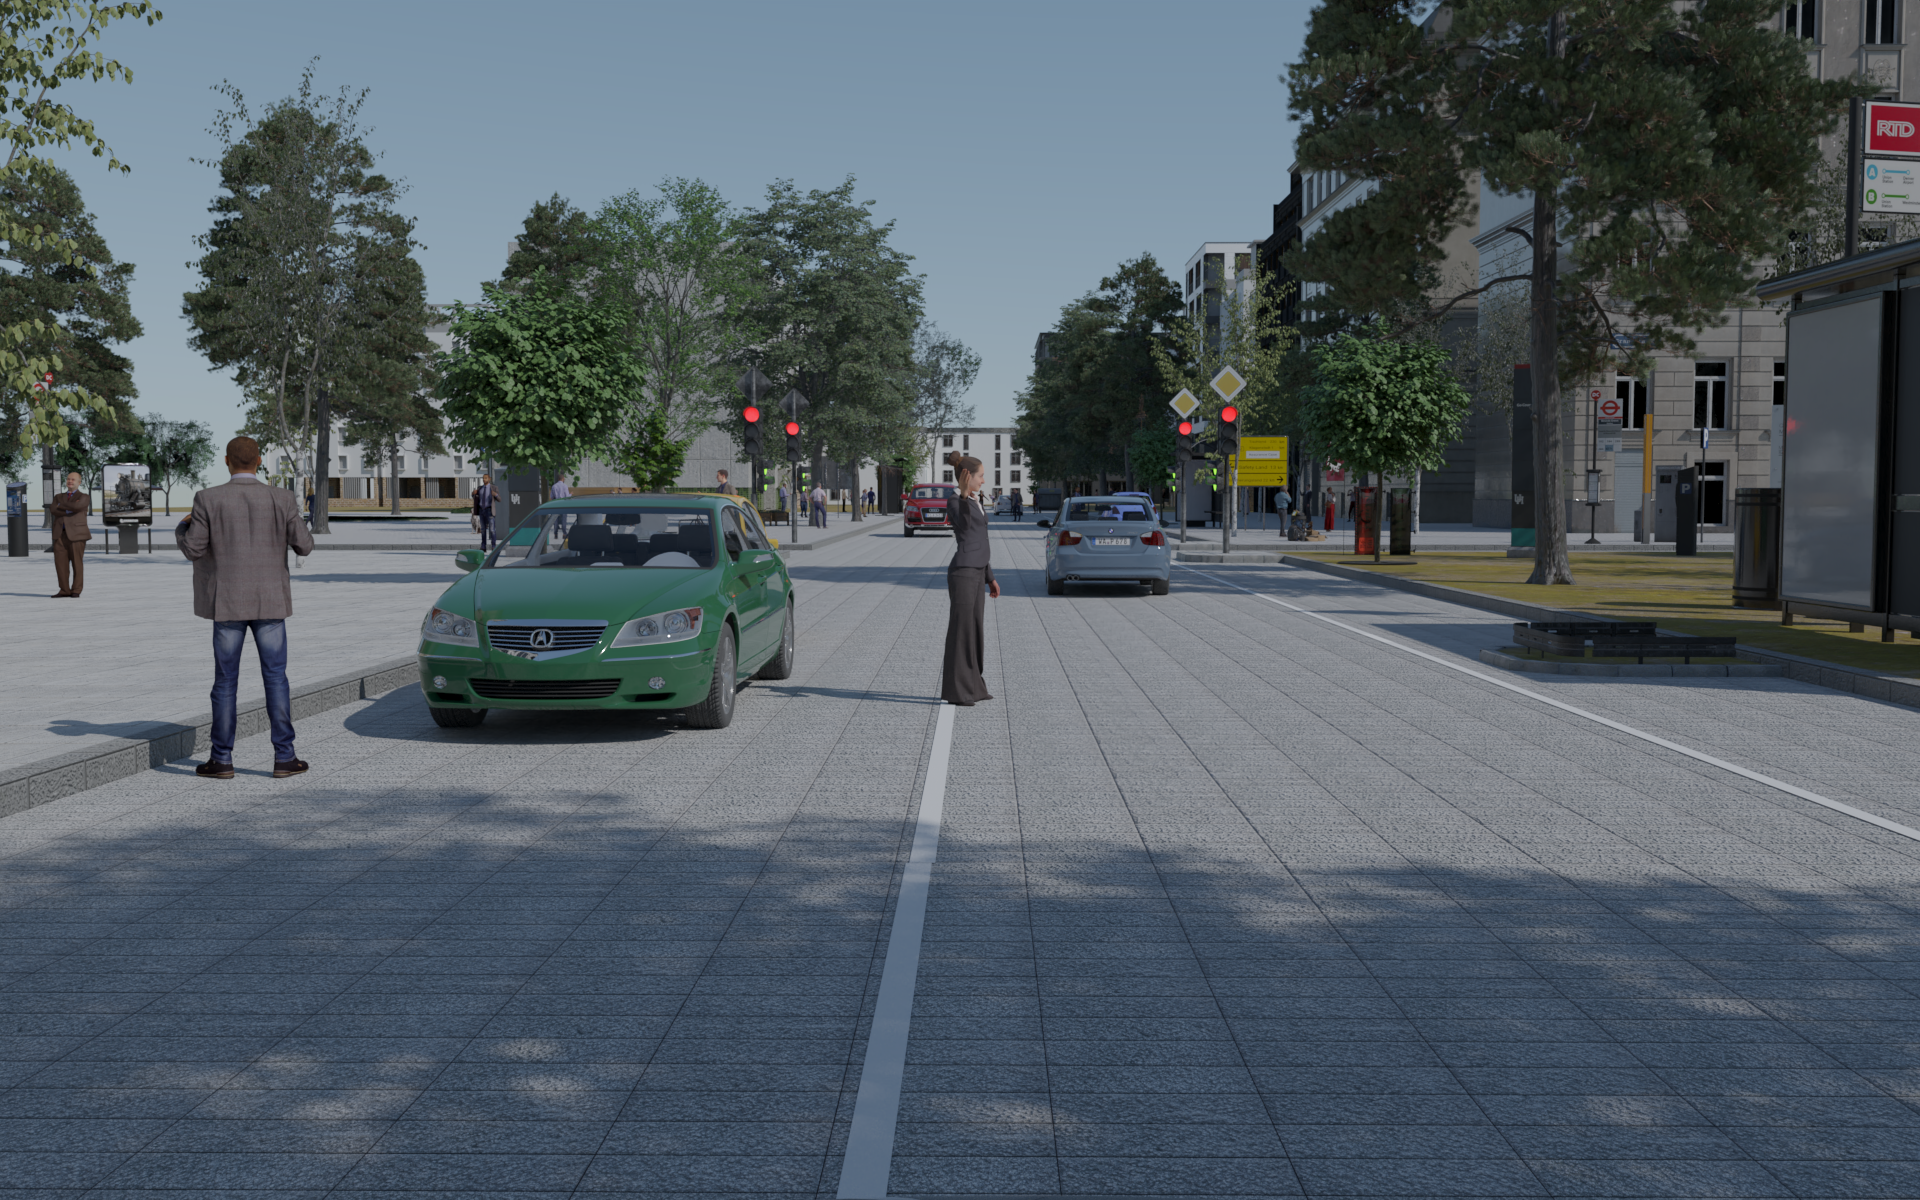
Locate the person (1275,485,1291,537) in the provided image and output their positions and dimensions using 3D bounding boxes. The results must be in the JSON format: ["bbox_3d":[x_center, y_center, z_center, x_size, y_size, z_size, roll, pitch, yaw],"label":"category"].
[{"bbox_3d":[9.524,-2.621,51.106,0.429,1.552,0.499,0,4,-5],"label":"person"}]

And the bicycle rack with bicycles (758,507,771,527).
[{"bbox_3d":[-6.167,-2.010,46.244,2.852,0.926,2.925,1,4,13],"label":"bicycle rack with bicycles"}]

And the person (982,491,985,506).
[{"bbox_3d":[2.240,-10.084,174.045,0.551,1.740,0.621,1,4,17],"label":"person"}]

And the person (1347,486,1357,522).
[{"bbox_3d":[18.155,-4.435,80.020,0.566,1.644,0.517,-1,4,-15],"label":"person"}]

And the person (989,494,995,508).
[{"bbox_3d":[3.342,-10.319,180.454,0.697,1.427,0.421,0,4,-6],"label":"person"}]

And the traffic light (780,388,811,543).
[{"bbox_3d":[-4.330,-3.434,45.393,0.839,4.213,0.868,0,4,1],"label":"traffic light"}]

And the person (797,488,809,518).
[{"bbox_3d":[-9.476,-5.866,103.911,0.435,1.587,0.963,-2,4,-29],"label":"person"}]

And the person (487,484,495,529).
[{"bbox_3d":[-17.168,-3.429,63.577,0.415,1.643,0.593,2,4,32],"label":"person"}]

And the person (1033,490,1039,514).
[{"bbox_3d":[5.455,-7.035,124.436,0.541,1.710,0.530,-1,4,-18],"label":"person"}]

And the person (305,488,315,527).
[{"bbox_3d":[-23.015,-3.229,61.380,0.480,1.512,0.613,1,4,10],"label":"person"}]

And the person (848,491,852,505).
[{"bbox_3d":[-12.623,-11.728,200.973,0.721,1.743,1.217,-3,4,-36],"label":"person"}]

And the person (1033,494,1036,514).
[{"bbox_3d":[5.265,-6.803,122.984,0.557,1.426,1.065,0,4,-3],"label":"person"}]

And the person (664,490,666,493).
[{"bbox_3d":[-17.695,-5.855,102.304,0.750,1.759,0.617,-1,4,-13],"label":"person"}]

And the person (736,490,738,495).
[{"bbox_3d":[-11.619,-4.961,89.842,0.600,1.496,0.574,1,4,16],"label":"person"}]

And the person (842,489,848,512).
[{"bbox_3d":[-8.213,-7.159,123.094,0.705,1.823,1.348,1,4,10],"label":"person"}]

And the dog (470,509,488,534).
[{"bbox_3d":[-15.394,-2.521,55.604,0.800,0.831,0.513,-2,4,-35],"label":"dog"}]

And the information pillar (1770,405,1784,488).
[{"bbox_3d":[22.213,-3.318,45.571,1.656,3.620,0.184,2,4,25],"label":"information pillar"}]

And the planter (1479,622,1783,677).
[{"bbox_3d":[5.468,0.404,14.542,1.991,0.319,1.994,0,4,1],"label":"planter"}]

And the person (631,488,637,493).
[{"bbox_3d":[-12.890,-3.647,68.039,0.453,1.535,0.546,1,4,19],"label":"person"}]

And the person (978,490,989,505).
[{"bbox_3d":[1.568,-7.020,124.096,1.217,1.723,0.721,-2,4,-34],"label":"person"}]

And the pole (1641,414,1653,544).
[{"bbox_3d":[17.589,-3.090,44.357,0.158,3.312,0.155,0,3,0],"label":"pole"}]

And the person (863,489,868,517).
[{"bbox_3d":[-5.256,-5.394,96.298,0.319,1.574,0.516,0,4,-2],"label":"person"}]

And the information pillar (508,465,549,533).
[{"bbox_3d":[-8.791,-2.807,35.268,0.750,3.857,0.750,0,4,5],"label":"information pillar"}]

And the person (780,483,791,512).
[{"bbox_3d":[-8.960,-5.099,89.277,0.599,1.838,0.709,-2,4,-30],"label":"person"}]

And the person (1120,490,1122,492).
[{"bbox_3d":[10.101,-6.171,109.211,0.482,1.546,0.388,3,5,39],"label":"person"}]

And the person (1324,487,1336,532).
[{"bbox_3d":[12.546,-3.073,58.748,0.387,1.526,0.523,0,4,5],"label":"person"}]

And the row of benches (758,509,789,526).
[{"bbox_3d":[-7.988,-3.270,68.926,1.422,0.672,4.104,2,4,24],"label":"row of benches"}]

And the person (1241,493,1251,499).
[{"bbox_3d":[20.333,-7.177,123.530,0.705,1.807,1.348,-1,4,-22],"label":"person"}]

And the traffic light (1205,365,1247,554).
[{"bbox_3d":[5.727,-2.939,37.293,0.839,4.213,0.868,0,4,1],"label":"traffic light"}]

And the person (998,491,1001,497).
[{"bbox_3d":[4.060,-9.925,171.302,0.750,1.759,0.617,2,4,26],"label":"person"}]

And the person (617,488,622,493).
[{"bbox_3d":[-15.910,-4.459,80.913,0.435,1.587,0.963,-3,4,-39],"label":"person"}]

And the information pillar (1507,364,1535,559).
[{"bbox_3d":[11.455,-2.774,34.729,0.750,3.857,0.750,2,4,28],"label":"information pillar"}]

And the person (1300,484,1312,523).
[{"bbox_3d":[15.298,-4.285,76.911,0.742,1.727,0.445,2,4,34],"label":"person"}]

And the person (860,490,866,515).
[{"bbox_3d":[-6.059,-6.057,107.440,0.453,1.535,0.546,2,4,34],"label":"person"}]

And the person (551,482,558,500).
[{"bbox_3d":[-14.469,-3.402,62.611,0.436,1.711,0.756,-3,4,-36],"label":"person"}]

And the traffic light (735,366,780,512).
[{"bbox_3d":[-4.433,-2.946,37.409,0.839,4.213,0.868,0,4,1],"label":"traffic light"}]

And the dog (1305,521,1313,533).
[{"bbox_3d":[11.384,-2.407,57.098,0.748,0.427,0.550,1,4,13],"label":"dog"}]

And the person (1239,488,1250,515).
[{"bbox_3d":[17.574,-6.113,106.652,0.621,1.740,0.551,-1,4,-10],"label":"person"}]

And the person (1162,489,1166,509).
[{"bbox_3d":[17.716,-8.860,151.427,0.721,1.766,1.217,1,4,17],"label":"person"}]

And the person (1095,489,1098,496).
[{"bbox_3d":[12.807,-9.444,161.169,0.721,1.736,1.217,0,4,-8],"label":"person"}]

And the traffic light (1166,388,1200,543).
[{"bbox_3d":[5.831,-3.427,45.278,0.839,4.213,0.868,0,4,1],"label":"traffic light"}]

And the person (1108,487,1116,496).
[{"bbox_3d":[9.148,-5.951,104.253,0.541,1.710,0.530,-1,4,-10],"label":"person"}]

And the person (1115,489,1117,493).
[{"bbox_3d":[15.025,-9.823,166.654,0.705,1.824,1.348,0,4,-2],"label":"person"}]
